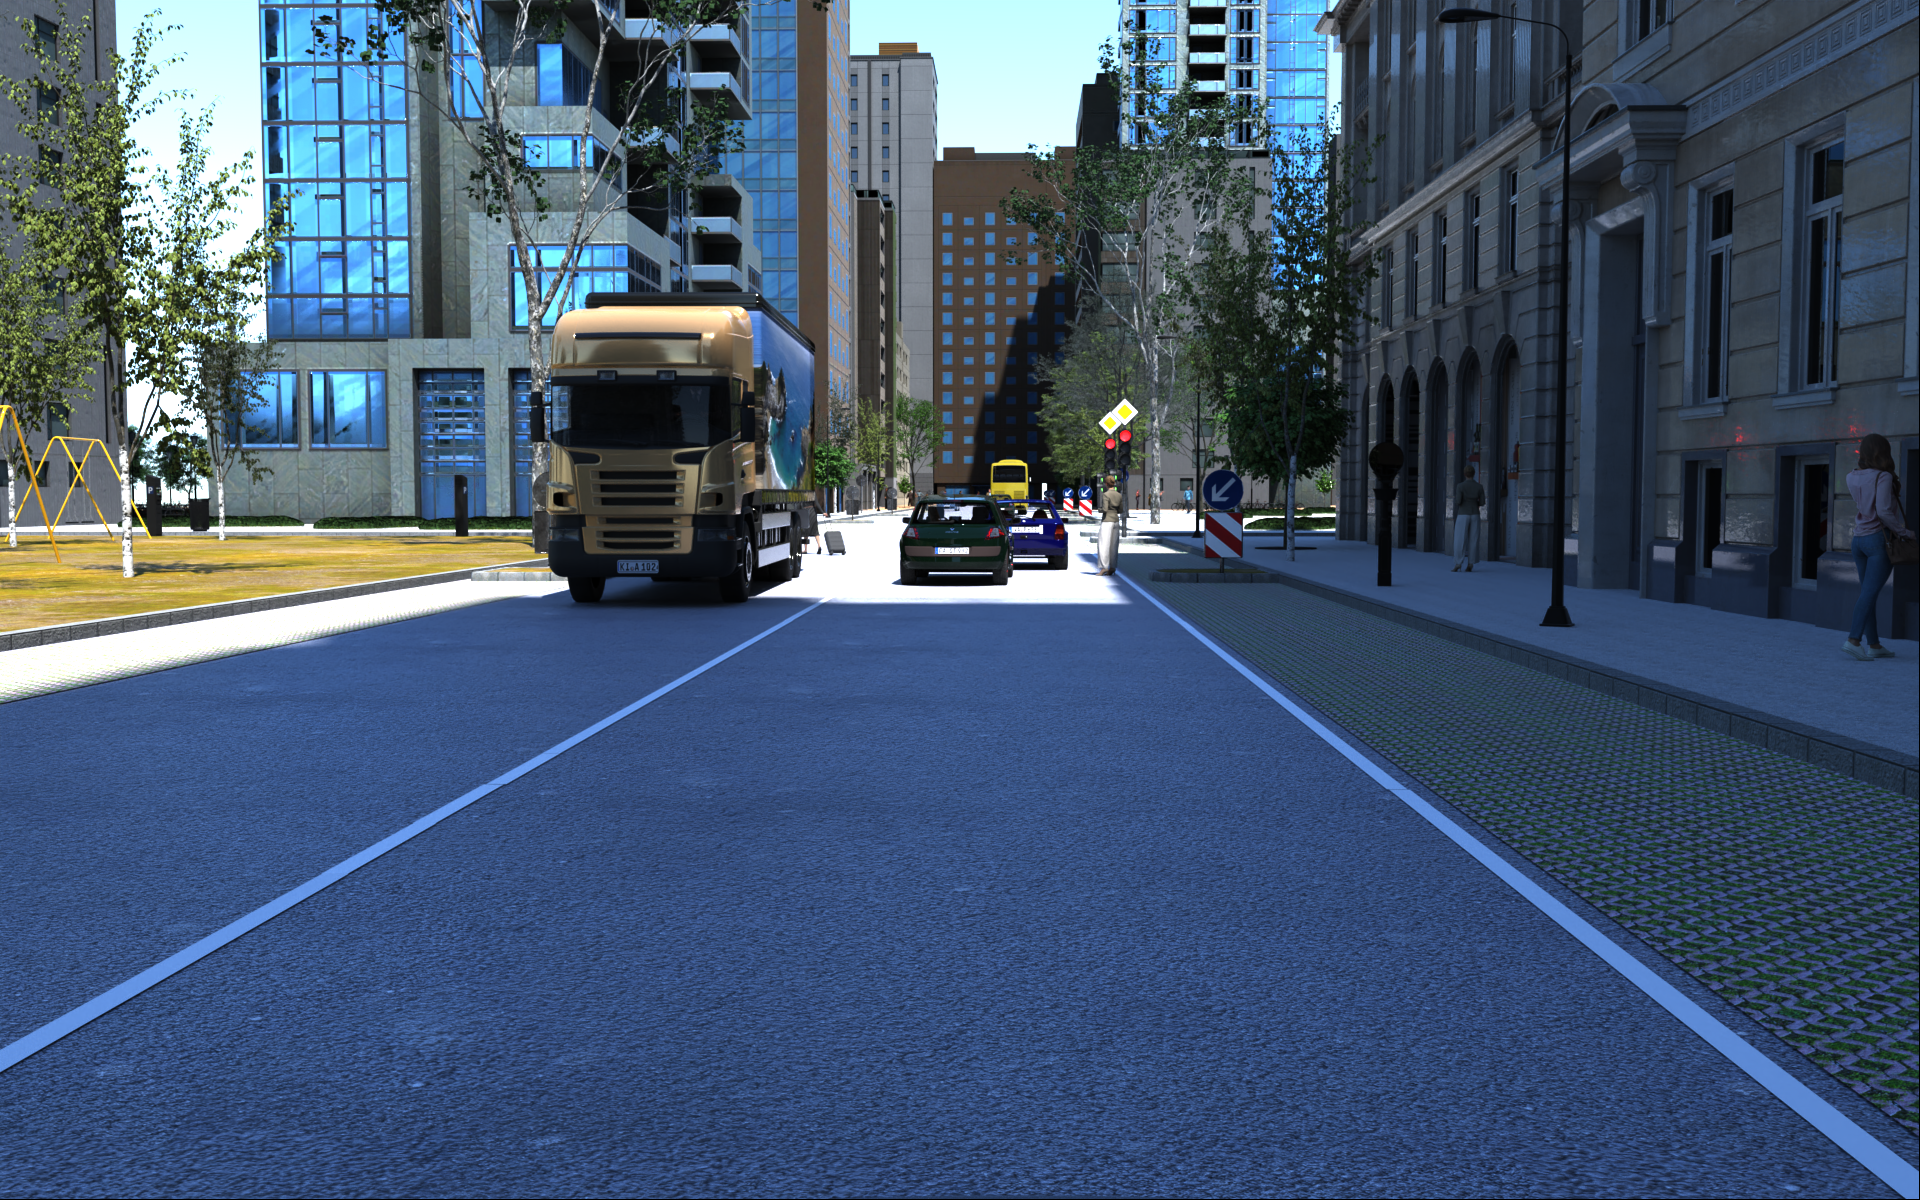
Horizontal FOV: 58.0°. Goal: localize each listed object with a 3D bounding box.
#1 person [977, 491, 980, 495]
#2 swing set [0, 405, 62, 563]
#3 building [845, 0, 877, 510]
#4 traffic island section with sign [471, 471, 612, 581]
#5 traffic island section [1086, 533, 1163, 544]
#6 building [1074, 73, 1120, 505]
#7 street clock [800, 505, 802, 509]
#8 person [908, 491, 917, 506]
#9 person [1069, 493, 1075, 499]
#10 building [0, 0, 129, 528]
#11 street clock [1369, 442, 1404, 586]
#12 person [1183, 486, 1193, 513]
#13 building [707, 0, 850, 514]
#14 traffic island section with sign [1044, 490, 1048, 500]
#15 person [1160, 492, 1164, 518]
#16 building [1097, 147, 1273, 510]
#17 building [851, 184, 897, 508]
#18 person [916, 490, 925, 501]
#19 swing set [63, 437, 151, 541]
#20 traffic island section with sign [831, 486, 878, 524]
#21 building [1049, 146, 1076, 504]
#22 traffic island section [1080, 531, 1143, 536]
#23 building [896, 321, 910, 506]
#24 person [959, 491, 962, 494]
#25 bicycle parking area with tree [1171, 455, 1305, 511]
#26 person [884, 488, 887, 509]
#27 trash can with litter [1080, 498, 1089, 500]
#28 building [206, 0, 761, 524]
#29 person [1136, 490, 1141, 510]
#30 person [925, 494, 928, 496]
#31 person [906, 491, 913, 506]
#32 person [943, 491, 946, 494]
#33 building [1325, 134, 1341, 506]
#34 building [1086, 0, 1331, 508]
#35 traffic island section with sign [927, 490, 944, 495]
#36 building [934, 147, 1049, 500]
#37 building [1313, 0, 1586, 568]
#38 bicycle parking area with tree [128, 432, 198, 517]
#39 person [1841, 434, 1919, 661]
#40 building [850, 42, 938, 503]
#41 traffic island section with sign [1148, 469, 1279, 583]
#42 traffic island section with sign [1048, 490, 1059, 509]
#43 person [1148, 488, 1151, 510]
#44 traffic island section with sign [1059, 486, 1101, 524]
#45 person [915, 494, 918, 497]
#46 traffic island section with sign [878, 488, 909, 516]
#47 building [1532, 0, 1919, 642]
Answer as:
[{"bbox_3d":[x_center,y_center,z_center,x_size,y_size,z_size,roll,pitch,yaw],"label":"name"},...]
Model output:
[{"bbox_3d":[2.158,-12.124,207.454,1.217,1.743,0.721,-2,4,-33],"label":"person"},{"bbox_3d":[-18.329,-2.027,30.768,3.119,2.851,2.862,0,4,4],"label":"swing set"},{"bbox_3d":[-17.598,-43.244,145.295,20.563,71.187,20.611,0,4,2],"label":"building"},{"bbox_3d":[-6.965,-1.256,29.161,1.989,1.847,2.006,0,4,2],"label":"traffic island section with sign"},{"bbox_3d":[4.864,-1.763,51.109,2.009,0.180,2.903,0,4,2],"label":"traffic island section"},{"bbox_3d":[24.083,-35.022,196.310,21.300,48.544,21.600,0,4,2],"label":"building"},{"bbox_3d":[-7.699,-4.796,82.989,0.358,2.002,0.471,-2,4,-26],"label":"street clock"},{"bbox_3d":[-5.149,-11.026,187.044,1.217,1.736,0.721,3,4,36],"label":"person"},{"bbox_3d":[11.020,-9.915,171.393,0.697,1.427,0.421,0,4,-5],"label":"person"},{"bbox_3d":[-43.114,-18.108,67.770,14.107,30.474,14.160,0,4,2],"label":"building"},{"bbox_3d":[5.926,-1.196,24.126,0.471,2.002,0.358,1,4,12],"label":"street clock"},{"bbox_3d":[15.249,-6.695,115.373,0.638,1.841,0.748,3,5,41],"label":"person"},{"bbox_3d":[-15.042,-28.531,116.593,14.600,45.320,14.200,0,4,2],"label":"building"},{"bbox_3d":[8.414,-9.322,161.045,1.989,1.847,2.006,0,4,2],"label":"traffic island section with sign"},{"bbox_3d":[10.891,-5.409,94.841,0.716,1.782,0.532,3,5,44],"label":"person"},{"bbox_3d":[18.752,-23.030,148.245,14.160,30.474,14.107,0,4,2],"label":"building"},{"bbox_3d":[-13.464,-23.978,163.740,14.160,30.474,14.107,0,4,2],"label":"building"},{"bbox_3d":[-4.921,-12.436,209.458,1.350,1.814,0.705,0,4,2],"label":"person"},{"bbox_3d":[-24.650,-3.115,48.555,2.862,2.851,3.119,0,4,-6],"label":"swing set"},{"bbox_3d":[-5.192,-4.627,84.282,1.989,1.847,2.006,0,4,2],"label":"traffic island section with sign"},{"bbox_3d":[18.201,-35.217,225.903,14.200,45.320,14.600,0,4,2],"label":"building"},{"bbox_3d":[5.121,-2.251,59.090,2.009,0.180,2.903,0,4,2],"label":"traffic island section"},{"bbox_3d":[-20.926,-21.438,195.557,28.899,21.520,27.650,0,4,2],"label":"building"},{"bbox_3d":[0.100,-11.508,196.665,0.705,1.822,1.348,0,4,-7],"label":"person"},{"bbox_3d":[20.092,-8.487,125.768,9.016,4.147,8.231,0,4,2],"label":"bicycle parking area with tree"},{"bbox_3d":[-6.222,-8.635,147.362,0.705,1.807,1.348,1,4,15],"label":"person"},{"bbox_3d":[8.890,-6.863,123.604,0.624,1.170,1.055,1,4,9],"label":"trash can with litter"},{"bbox_3d":[-21.357,-47.236,84.979,22.319,86.520,31.000,0,4,2],"label":"building"},{"bbox_3d":[14.206,-7.975,137.898,0.415,1.643,0.593,-1,4,-22],"label":"person"},{"bbox_3d":[-2.750,-8.303,147.483,0.599,1.433,0.991,-2,4,-32],"label":"person"},{"bbox_3d":[-5.296,-10.919,185.122,0.990,1.755,0.434,2,4,30],"label":"person"},{"bbox_3d":[-1.574,-9.996,172.382,0.683,1.767,0.568,0,4,-5],"label":"person"},{"bbox_3d":[48.724,-31.543,199.314,14.086,41.232,14.154,0,4,2],"label":"building"},{"bbox_3d":[24.280,-52.368,168.880,22.319,86.520,31.000,0,4,2],"label":"building"},{"bbox_3d":[-2.716,-9.329,161.158,1.989,1.847,2.006,0,4,2],"label":"traffic island section with sign"},{"bbox_3d":[4.010,-35.249,226.435,14.200,45.320,14.600,0,4,2],"label":"building"},{"bbox_3d":[16.047,-11.900,36.371,13.314,21.916,24.055,0,4,2],"label":"building"},{"bbox_3d":[-37.850,-5.853,82.705,9.016,4.147,8.231,1,4,20],"label":"bicycle parking area with tree"},{"bbox_3d":[7.082,-0.418,13.469,0.643,1.750,0.593,-1,4,-11],"label":"person"},{"bbox_3d":[-17.113,-42.086,230.112,28.212,58.520,21.231,0,4,2],"label":"building"},{"bbox_3d":[4.154,-1.225,28.661,1.989,1.847,2.006,0,4,2],"label":"traffic island section with sign"},{"bbox_3d":[6.803,-6.258,110.939,1.989,1.847,2.006,0,4,2],"label":"traffic island section with sign"},{"bbox_3d":[15.000,-7.956,136.854,0.721,1.736,1.217,1,4,14],"label":"person"},{"bbox_3d":[5.920,-4.590,83.676,1.989,1.847,2.006,0,4,2],"label":"traffic island section with sign"},{"bbox_3d":[-5.154,-11.146,188.963,1.217,1.739,0.721,1,4,22],"label":"person"},{"bbox_3d":[-4.310,-6.285,111.383,1.989,1.847,2.006,0,4,2],"label":"traffic island section with sign"},{"bbox_3d":[14.424,-13.932,13.687,13.634,28.700,20.117,0,4,2],"label":"building"}]
